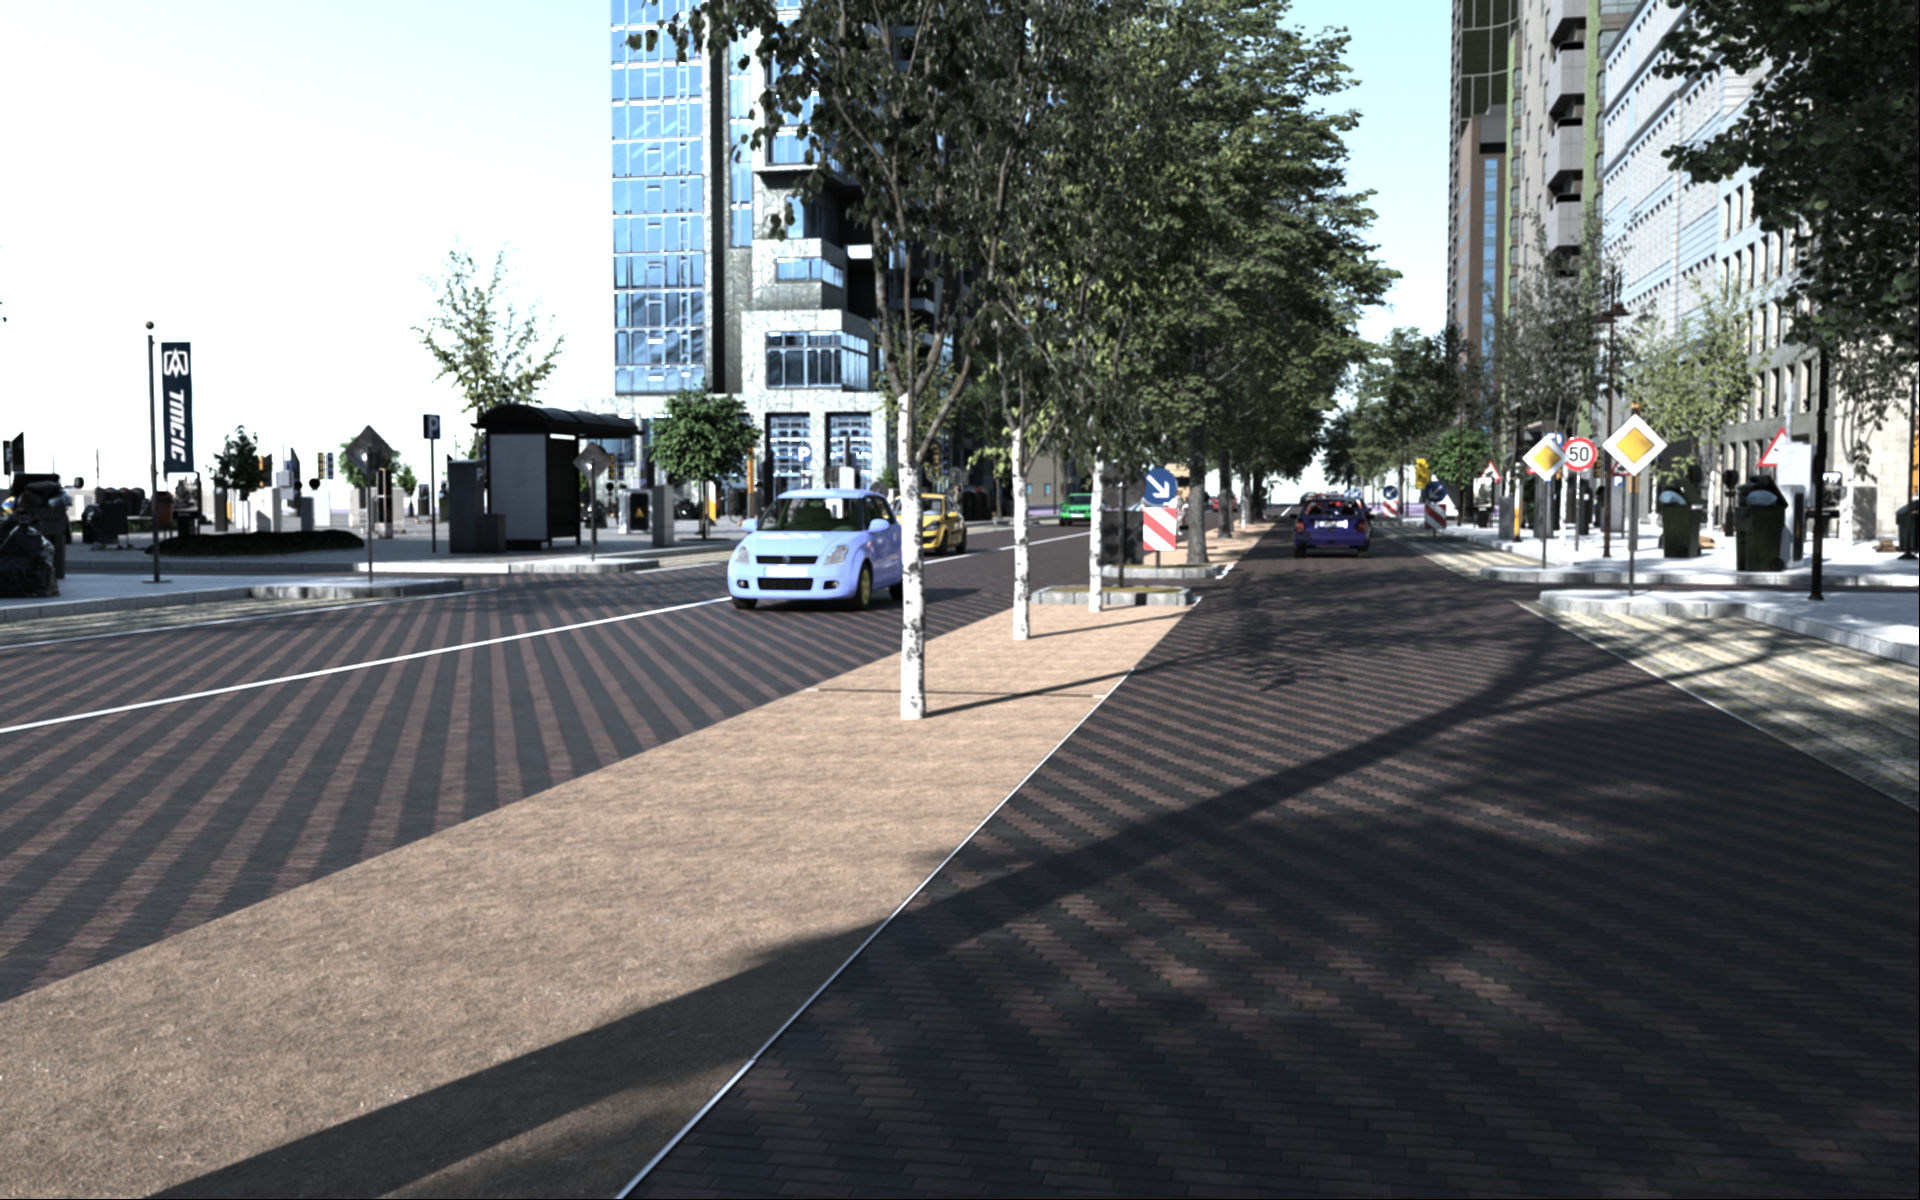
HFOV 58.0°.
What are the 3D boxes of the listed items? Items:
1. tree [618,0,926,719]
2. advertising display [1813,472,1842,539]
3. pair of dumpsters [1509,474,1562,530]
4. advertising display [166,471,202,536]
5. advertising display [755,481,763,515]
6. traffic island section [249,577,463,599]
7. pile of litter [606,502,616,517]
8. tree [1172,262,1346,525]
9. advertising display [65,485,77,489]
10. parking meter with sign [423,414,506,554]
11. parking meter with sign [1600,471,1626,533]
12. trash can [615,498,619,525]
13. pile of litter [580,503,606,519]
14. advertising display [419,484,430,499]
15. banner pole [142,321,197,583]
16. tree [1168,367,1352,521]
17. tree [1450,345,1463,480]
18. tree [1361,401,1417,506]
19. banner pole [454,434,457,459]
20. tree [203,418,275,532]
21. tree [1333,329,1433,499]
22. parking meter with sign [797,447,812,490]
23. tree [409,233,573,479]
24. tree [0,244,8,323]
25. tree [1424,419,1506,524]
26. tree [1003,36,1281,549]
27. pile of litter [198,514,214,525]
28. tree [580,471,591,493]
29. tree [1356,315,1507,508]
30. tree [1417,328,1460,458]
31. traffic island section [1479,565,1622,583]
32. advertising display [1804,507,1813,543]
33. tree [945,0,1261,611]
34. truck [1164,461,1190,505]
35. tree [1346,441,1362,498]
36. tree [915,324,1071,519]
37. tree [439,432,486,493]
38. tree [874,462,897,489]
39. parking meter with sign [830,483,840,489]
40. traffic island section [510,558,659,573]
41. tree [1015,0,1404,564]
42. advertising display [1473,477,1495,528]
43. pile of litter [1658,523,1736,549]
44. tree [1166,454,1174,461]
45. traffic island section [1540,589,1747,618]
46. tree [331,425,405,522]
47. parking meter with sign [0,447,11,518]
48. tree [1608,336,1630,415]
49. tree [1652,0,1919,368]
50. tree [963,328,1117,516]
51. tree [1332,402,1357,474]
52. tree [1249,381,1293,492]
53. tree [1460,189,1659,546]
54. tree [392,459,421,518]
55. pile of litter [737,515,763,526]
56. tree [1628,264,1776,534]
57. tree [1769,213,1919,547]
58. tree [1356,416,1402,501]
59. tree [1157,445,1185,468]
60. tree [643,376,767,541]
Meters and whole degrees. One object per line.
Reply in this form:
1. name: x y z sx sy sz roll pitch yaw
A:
1. tree: -0.325 -3.529 10.516 4.360 8.622 3.978 0 3 0
2. advertising display: 24.955 -2.746 50.114 0.974 1.923 0.123 2 4 25
3. pair of dumpsters: 21.336 -3.771 64.146 1.574 2.255 4.437 1 4 11
4. advertising display: -21.673 -2.640 48.374 0.974 1.923 0.123 1 4 9
5. advertising display: -9.973 -4.940 85.983 0.123 1.923 0.974 1 4 11
6. traffic island section: -8.541 -0.169 25.044 2.009 0.180 2.903 1 4 11
7. pile of litter: -19.700 -5.209 99.138 1.719 0.858 1.176 0 4 -4
8. tree: 13.423 -10.492 80.654 9.857 13.997 8.962 0 3 0
9. advertising display: -61.514 -7.024 120.054 0.123 1.923 0.974 3 5 40
10. parking meter with sign: -10.733 -2.532 37.651 1.738 3.016 0.543 1 4 16
11. parking meter with sign: 21.701 -3.739 57.387 0.543 3.016 1.738 0 4 0
12. trash can: -13.377 -3.508 69.008 0.748 1.137 0.748 0 3 0
13. pile of litter: -17.951 -4.259 83.605 1.176 0.858 1.719 -1 4 -21
14. advertising display: -32.847 -6.176 106.193 0.123 1.923 0.974 1 4 16
15. banner pole: -11.473 -2.145 25.096 0.863 3.779 0.401 0 4 7
16. tree: 15.610 -10.488 90.950 9.611 12.733 9.660 0 3 0
17. tree: 18.141 -6.539 57.271 4.360 8.622 3.978 0 3 0
18. tree: 33.938 -11.252 134.327 4.737 8.622 4.395 0 3 0
19. banner pole: -21.161 -5.059 72.736 0.401 3.779 0.863 -1 4 -17
20. tree: -18.026 -3.007 43.772 1.663 3.219 1.824 0 3 0
21. tree: 47.518 -20.964 198.656 12.611 20.169 13.585 0 3 0
22. parking meter with sign: -5.724 -4.179 64.590 0.543 3.016 1.738 0 4 1
23. tree: -13.562 -6.083 49.815 4.737 8.622 4.395 0 3 0
24. tree: -22.981 -5.364 38.060 4.737 8.622 4.395 0 3 0
25. tree: 21.863 -5.577 74.898 4.285 4.588 4.351 0 3 0
26. tree: 6.124 -8.086 45.038 12.009 13.543 11.850 0 3 0
27. pile of litter: -32.150 -3.583 72.546 1.719 0.858 1.176 0 4 -1
28. tree: -17.845 -5.232 80.141 1.663 3.219 1.824 0 3 0
29. tree: 24.869 -9.523 90.116 7.601 10.594 8.767 1 4 10
30. tree: 30.012 -12.100 115.964 7.486 12.596 7.792 0 3 0
31. traffic island section: 9.973 -0.443 29.522 2.009 0.180 2.903 1 4 11
32. advertising display: 21.934 -2.462 45.475 0.974 1.923 0.123 -2 4 -29
33. tree: 1.662 -4.173 21.049 4.737 8.622 4.395 0 3 0
34. truck: 18.879 -9.761 148.506 2.839 4.237 11.283 1 4 10
35. tree: 43.543 -14.369 185.298 4.737 8.622 4.395 0 3 0
36. tree: 1.921 -9.448 88.883 8.767 10.594 7.601 -2 4 -25
37. tree: -15.096 -3.628 53.927 1.663 3.219 1.824 0 3 0
38. tree: -4.390 -6.703 104.195 1.663 3.219 1.824 0 3 0
39. parking meter with sign: -6.306 -5.676 89.056 0.543 3.016 1.738 -3 5 -43
40. traffic island section: -6.988 -0.648 32.877 2.009 0.180 2.903 1 4 11
41. tree: 4.873 -6.976 34.649 7.486 12.596 7.792 0 3 0
42. advertising display: 19.697 -3.668 65.180 0.123 1.923 0.974 -2 4 -29
43. pile of litter: 17.061 -1.617 40.401 1.719 0.858 1.176 0 4 -2
44. tree: 23.060 -21.057 200.165 12.611 20.169 13.585 0 3 0
45. traffic island section: 8.420 0.036 21.689 2.009 0.180 2.903 1 4 11
46. tree: -27.852 -5.963 81.207 4.285 4.588 4.351 0 3 0
47. parking meter with sign: -36.279 -4.186 64.708 1.738 3.016 0.543 0 4 5
48. tree: 28.052 -7.267 69.172 4.737 8.622 4.395 0 3 0
49. tree: 9.413 -6.467 12.395 9.857 13.997 8.962 0 3 0
50. tree: 3.807 -10.791 102.194 9.928 11.665 9.643 0 3 0
51. tree: 38.911 -13.941 162.345 8.767 10.594 7.601 1 4 20
52. tree: 11.961 -7.333 72.712 4.360 8.622 3.978 0 3 0
53. tree: 15.040 -5.659 42.888 4.360 8.622 3.978 0 3 0
54. tree: -30.358 -6.150 95.153 1.663 3.219 1.824 0 3 0
55. pile of litter: -8.429 -3.395 69.474 1.176 0.858 1.719 1 4 18
56. tree: 24.374 -6.474 56.213 4.737 8.622 4.395 0 3 0
57. tree: 21.980 -5.609 42.065 4.360 8.622 3.978 0 3 0
58. tree: 35.731 -12.016 146.826 4.360 8.622 3.978 0 3 0
59. tree: 29.561 -18.078 229.991 8.767 10.594 7.601 3 5 40
60. tree: -7.113 -3.945 48.215 4.285 4.588 4.351 0 3 0
